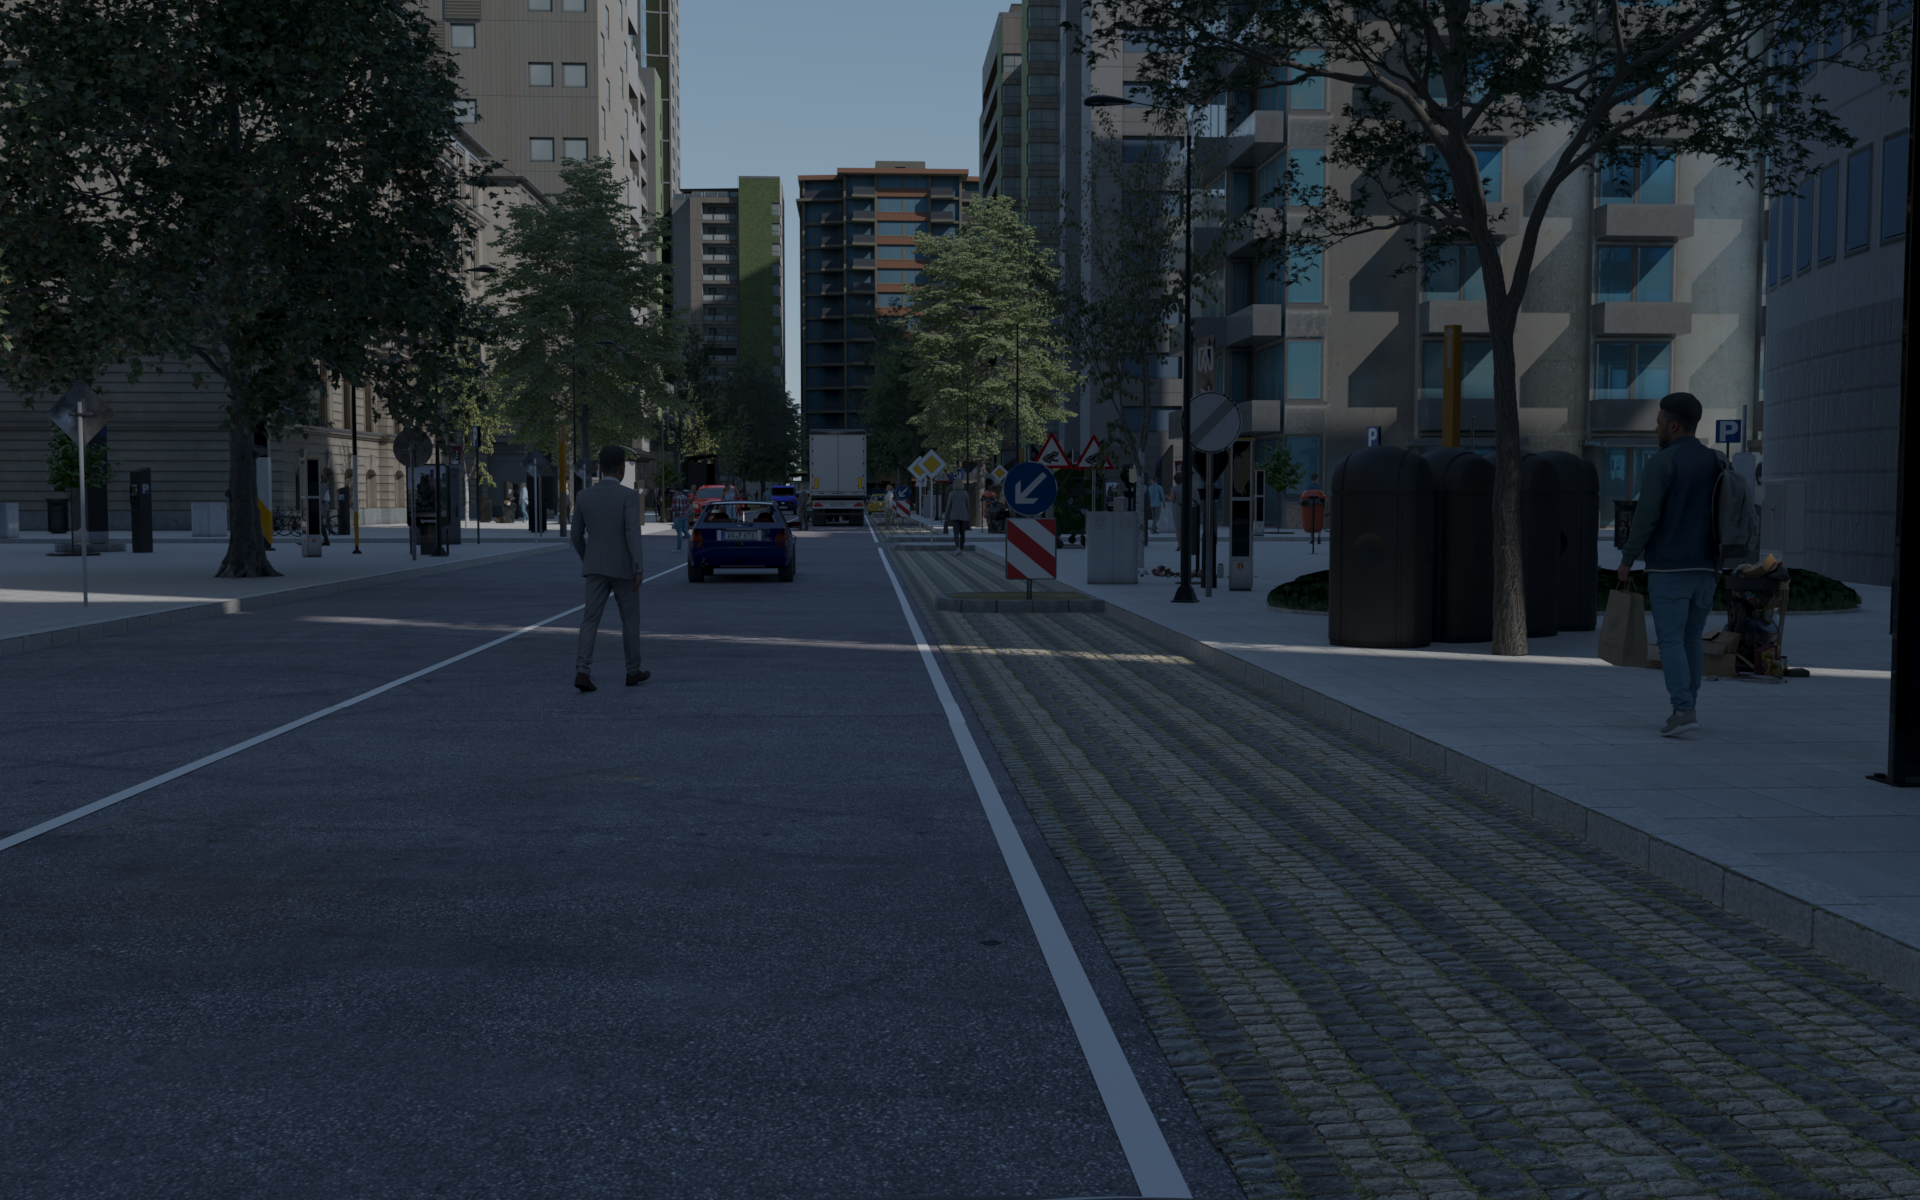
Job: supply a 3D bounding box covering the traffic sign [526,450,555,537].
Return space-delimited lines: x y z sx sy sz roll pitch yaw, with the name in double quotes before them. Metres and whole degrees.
"traffic sign" -12.486 -3.152 51.541 0.884 2.594 0.081 0 4 3

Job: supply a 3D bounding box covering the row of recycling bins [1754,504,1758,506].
"row of recycling bins" 50.041 -5.979 104.877 3.534 1.692 1.069 0 4 4

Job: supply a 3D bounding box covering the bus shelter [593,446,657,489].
"bus shelter" -14.267 -4.895 73.957 2.014 3.302 5.546 0 4 -3

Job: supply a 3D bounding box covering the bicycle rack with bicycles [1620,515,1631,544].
"bicycle rack with bicycles" 17.802 -1.791 42.665 2.852 0.926 2.925 0 4 2

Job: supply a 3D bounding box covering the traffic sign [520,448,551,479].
"traffic sign" -10.786 -2.556 43.974 0.795 2.593 0.064 0 4 -3

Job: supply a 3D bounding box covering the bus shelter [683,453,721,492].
"bus shelter" -15.309 -6.836 103.049 1.731 3.624 6.357 0 4 -3

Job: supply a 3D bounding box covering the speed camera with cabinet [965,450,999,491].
"speed camera with cabinet" 0.762 -5.077 77.347 2.038 3.252 0.660 2 4 27

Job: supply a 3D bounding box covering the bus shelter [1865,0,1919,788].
"bus shelter" 4.770 -0.812 4.566 1.731 3.624 6.357 0 4 -3

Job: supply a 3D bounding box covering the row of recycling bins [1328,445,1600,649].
"row of recycling bins" 4.643 -0.517 15.572 3.534 1.692 1.069 -3 5 -40

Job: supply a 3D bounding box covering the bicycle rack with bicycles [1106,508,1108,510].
"bicycle rack with bicycles" 8.177 -4.783 91.584 2.852 0.926 2.925 3 4 38

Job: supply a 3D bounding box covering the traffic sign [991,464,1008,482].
"traffic sign" 1.752 -4.635 75.519 0.795 2.593 0.064 0 4 4

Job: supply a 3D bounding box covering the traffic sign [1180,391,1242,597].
"traffic sign" 3.108 -1.312 21.554 0.768 2.556 0.104 0 4 -2

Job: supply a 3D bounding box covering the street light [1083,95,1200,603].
"street light" 2.134 -2.925 20.358 1.470 5.913 1.316 0 4 -3

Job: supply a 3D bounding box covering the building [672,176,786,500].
"building" -29.826 -33.105 224.864 14.086 41.232 14.154 0 4 -3

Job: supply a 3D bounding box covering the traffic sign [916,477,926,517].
"traffic sign" -2.191 -5.887 98.385 0.606 2.300 0.079 0 4 -1

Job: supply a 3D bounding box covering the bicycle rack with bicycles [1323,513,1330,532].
"bicycle rack with bicycles" 13.589 -2.736 58.122 2.925 0.926 2.852 0 4 -5

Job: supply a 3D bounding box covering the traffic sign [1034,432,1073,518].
"traffic sign" 1.924 -2.223 36.351 0.884 2.594 0.081 0 4 5

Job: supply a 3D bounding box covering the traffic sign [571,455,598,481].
"traffic sign" -11.267 -3.043 51.945 0.795 2.593 0.064 0 4 -3

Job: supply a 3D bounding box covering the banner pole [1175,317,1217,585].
"banner pole" 3.362 -2.103 24.397 0.401 3.779 0.863 -2 4 -25

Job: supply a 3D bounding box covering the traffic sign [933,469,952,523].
"traffic sign" -0.809 -4.639 75.853 0.884 2.594 0.081 0 4 1

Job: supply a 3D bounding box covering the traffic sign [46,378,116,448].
"traffic sign" -10.020 -1.225 19.766 0.795 2.593 0.064 0 4 1

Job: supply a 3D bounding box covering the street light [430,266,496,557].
"street light" -10.165 -3.848 35.451 1.470 5.913 1.316 0 4 -3

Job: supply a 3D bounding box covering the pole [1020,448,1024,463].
"pole" 2.718 -5.037 76.205 0.158 3.312 0.155 0 3 0

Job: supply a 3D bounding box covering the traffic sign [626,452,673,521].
"traffic sign" -14.857 -5.443 82.865 2.265 3.308 0.079 0 4 2

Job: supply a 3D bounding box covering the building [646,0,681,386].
"building" -47.708 -48.186 226.086 20.611 71.187 20.563 0 4 -3

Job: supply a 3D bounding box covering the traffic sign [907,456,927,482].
"traffic sign" -1.190 -3.079 52.531 0.795 2.593 0.064 0 4 -3

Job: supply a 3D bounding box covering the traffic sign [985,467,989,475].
"traffic sign" 1.235 -5.050 82.578 0.884 2.594 0.081 0 4 2

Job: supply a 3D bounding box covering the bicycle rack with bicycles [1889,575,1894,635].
"bicycle rack with bicycles" 9.665 -0.118 15.318 2.852 0.926 2.925 -1 4 -12

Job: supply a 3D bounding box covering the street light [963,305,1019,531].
"street light" 0.876 -4.296 42.779 1.470 5.913 1.316 0 4 -3

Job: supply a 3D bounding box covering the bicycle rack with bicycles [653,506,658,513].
"bicycle rack with bicycles" -19.391 -6.382 117.731 2.925 0.926 2.852 -1 4 -15

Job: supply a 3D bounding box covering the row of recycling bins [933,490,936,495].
"row of recycling bins" -1.277 -7.001 121.581 1.069 1.692 3.534 1 4 13

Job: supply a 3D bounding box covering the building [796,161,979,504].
"building" -8.654 -35.218 230.440 28.867 44.769 22.147 0 4 -3

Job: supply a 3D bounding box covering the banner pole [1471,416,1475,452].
"banner pole" 16.472 -4.019 55.731 0.401 3.779 0.863 1 4 17

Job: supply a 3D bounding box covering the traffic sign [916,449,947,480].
"traffic sign" -0.709 -2.591 44.560 0.795 2.593 0.064 0 4 -3

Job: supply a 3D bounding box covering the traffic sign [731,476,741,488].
"traffic sign" -15.987 -7.556 123.653 0.768 2.556 0.104 0 4 -1

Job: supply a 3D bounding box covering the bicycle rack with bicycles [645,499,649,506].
"bicycle rack with bicycles" -22.936 -6.574 120.865 2.852 0.926 2.925 0 4 -4

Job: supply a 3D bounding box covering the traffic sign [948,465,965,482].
"traffic sign" -0.175 -4.669 76.446 0.768 2.556 0.104 0 4 -2

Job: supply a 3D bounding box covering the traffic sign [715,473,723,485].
"traffic sign" -15.123 -6.559 107.235 0.884 2.594 0.081 0 4 -2

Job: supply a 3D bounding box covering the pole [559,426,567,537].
"pole" -11.845 -3.535 51.637 0.158 3.312 0.155 0 3 0

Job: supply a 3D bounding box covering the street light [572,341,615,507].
"street light" -11.138 -4.890 52.498 1.470 5.913 1.316 0 4 -3

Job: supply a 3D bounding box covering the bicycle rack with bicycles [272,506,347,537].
"bicycle rack with bicycles" -20.425 -2.394 52.531 2.925 0.926 2.852 0 4 -2

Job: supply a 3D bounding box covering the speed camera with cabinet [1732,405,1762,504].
"speed camera with cabinet" 16.974 -2.666 37.931 2.038 3.252 0.660 -3 4 -37

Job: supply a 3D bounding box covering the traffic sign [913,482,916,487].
"traffic sign" -2.945 -7.675 125.482 0.884 2.594 0.081 0 3 0

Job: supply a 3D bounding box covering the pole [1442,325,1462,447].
"pole" 5.948 -1.660 20.991 0.158 3.312 0.155 0 3 0

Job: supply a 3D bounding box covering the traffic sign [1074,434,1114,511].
"traffic sign" 2.914 -2.310 37.769 0.884 2.594 0.081 0 4 5

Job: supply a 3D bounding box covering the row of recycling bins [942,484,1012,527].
"row of recycling bins" 1.099 -3.730 68.092 3.534 1.692 1.069 1 4 18

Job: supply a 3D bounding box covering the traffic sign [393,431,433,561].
"traffic sign" -10.536 -2.034 33.365 0.768 2.556 0.104 0 4 0
